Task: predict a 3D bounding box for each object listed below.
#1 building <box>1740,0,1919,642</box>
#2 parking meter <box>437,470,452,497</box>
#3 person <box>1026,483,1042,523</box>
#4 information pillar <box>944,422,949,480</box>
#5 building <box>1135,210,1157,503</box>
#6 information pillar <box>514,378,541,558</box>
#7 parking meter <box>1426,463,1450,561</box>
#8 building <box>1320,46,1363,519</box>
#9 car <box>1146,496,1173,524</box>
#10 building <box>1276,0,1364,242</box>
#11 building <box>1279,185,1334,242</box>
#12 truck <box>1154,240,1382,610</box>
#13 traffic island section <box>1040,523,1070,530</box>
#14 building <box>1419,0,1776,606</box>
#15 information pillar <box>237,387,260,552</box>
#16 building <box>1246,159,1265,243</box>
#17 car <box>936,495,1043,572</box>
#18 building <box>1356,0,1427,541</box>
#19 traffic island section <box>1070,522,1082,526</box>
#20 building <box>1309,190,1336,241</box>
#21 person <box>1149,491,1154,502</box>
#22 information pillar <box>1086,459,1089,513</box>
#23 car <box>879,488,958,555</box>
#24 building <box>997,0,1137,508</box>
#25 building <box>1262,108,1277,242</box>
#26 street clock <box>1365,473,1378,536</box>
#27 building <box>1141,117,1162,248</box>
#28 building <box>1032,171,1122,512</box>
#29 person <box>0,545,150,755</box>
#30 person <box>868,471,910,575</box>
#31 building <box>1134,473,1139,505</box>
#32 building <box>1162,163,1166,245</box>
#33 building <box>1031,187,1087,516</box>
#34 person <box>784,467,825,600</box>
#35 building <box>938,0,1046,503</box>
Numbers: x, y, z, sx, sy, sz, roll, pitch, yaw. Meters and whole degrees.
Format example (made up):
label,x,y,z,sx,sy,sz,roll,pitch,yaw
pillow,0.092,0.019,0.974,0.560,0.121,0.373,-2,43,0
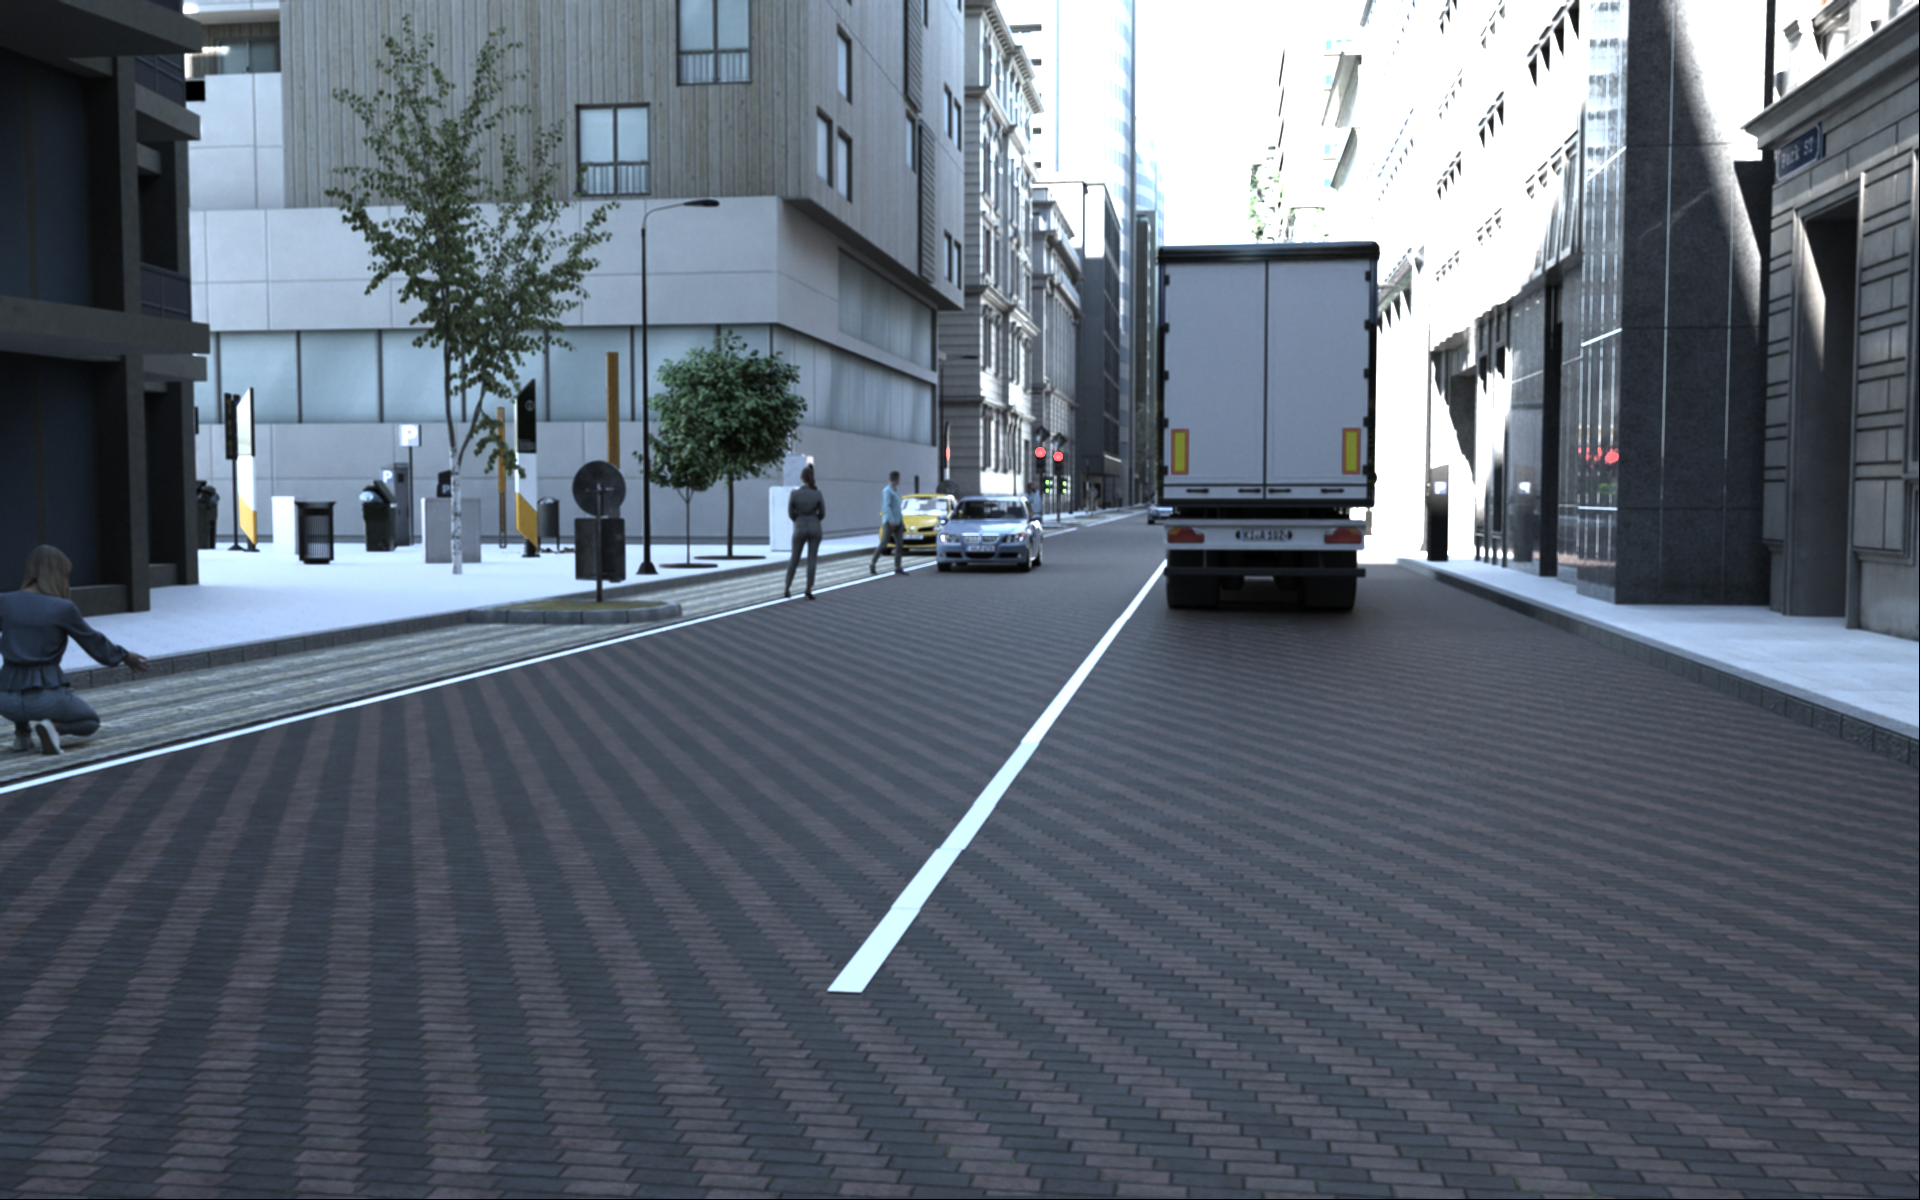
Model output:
label,x,y,z,sx,sy,sz,roll,pitch,yaw
building,12.383,-10.512,8.030,11.583,22.565,21.152,1,4,8
parking meter,-11.989,-2.122,40.409,0.399,1.863,0.255,-1,4,-14
person,2.389,-2.879,55.835,0.793,1.790,0.793,2,4,23
information pillar,-0.426,-3.957,56.052,0.183,3.616,0.504,0,4,7
building,20.310,-34.249,243.572,14.154,41.232,14.086,1,4,8
information pillar,-8.760,-2.669,34.998,0.183,3.616,0.504,3,4,36
parking meter,9.117,-1.674,33.084,0.399,1.863,0.255,0,4,0
building,32.675,-15.194,81.712,30.059,22.955,16.112,1,4,8
car,10.005,-4.385,83.701,2.014,1.417,4.499,1,4,8
building,40.760,-32.950,162.436,21.300,48.544,21.600,1,4,8
building,31.897,-20.838,137.969,12.463,27.353,25.104,1,4,8
truck,4.275,-2.198,24.850,2.839,4.237,11.283,1,4,9
traffic island section,3.294,-2.976,70.945,2.009,0.180,2.903,1,4,8
building,15.009,-12.861,28.302,12.078,24.808,19.932,1,4,8
information pillar,-15.743,-2.868,38.252,0.504,3.616,0.183,2,4,31
building,58.583,-41.305,264.574,28.713,52.752,27.495,1,4,8
car,0.625,-1.317,33.530,2.014,1.417,4.499,0,4,7
building,18.998,-16.849,52.975,11.434,29.767,29.804,1,4,8
traffic island section,4.466,-3.460,78.844,2.009,0.180,2.903,1,4,8
building,27.794,-16.054,117.240,10.420,20.320,16.860,1,4,8
person,21.525,-11.341,194.375,0.568,1.767,0.683,1,4,17
information pillar,8.569,-7.660,116.595,0.183,3.616,0.504,0,4,0
car,-0.838,-1.917,41.573,2.015,1.641,3.980,0,4,8
building,5.872,-38.273,167.762,21.231,58.520,28.212,1,4,8
building,47.880,-36.063,209.232,23.786,49.044,30.456,1,4,8
street clock,12.390,-2.930,52.483,0.471,2.002,0.358,-1,4,-16
building,19.090,-44.215,264.912,21.231,58.520,28.212,1,4,8
building,5.172,-21.116,138.758,14.314,27.812,24.014,1,4,8
person,-5.195,0.264,9.682,1.012,1.151,0.738,0,4,-4
person,-1.242,-1.364,30.660,0.748,1.841,0.638,2,4,30
building,11.649,-47.321,211.950,20.563,71.187,20.611,1,4,8
building,23.613,-45.915,292.710,21.231,58.520,28.212,1,4,8
building,0.870,-16.706,114.948,13.314,21.916,24.055,1,4,8
person,-2.120,-0.907,23.610,0.520,1.790,0.573,-1,4,-17
building,-3.496,-18.553,90.723,14.401,28.519,23.554,1,4,8
